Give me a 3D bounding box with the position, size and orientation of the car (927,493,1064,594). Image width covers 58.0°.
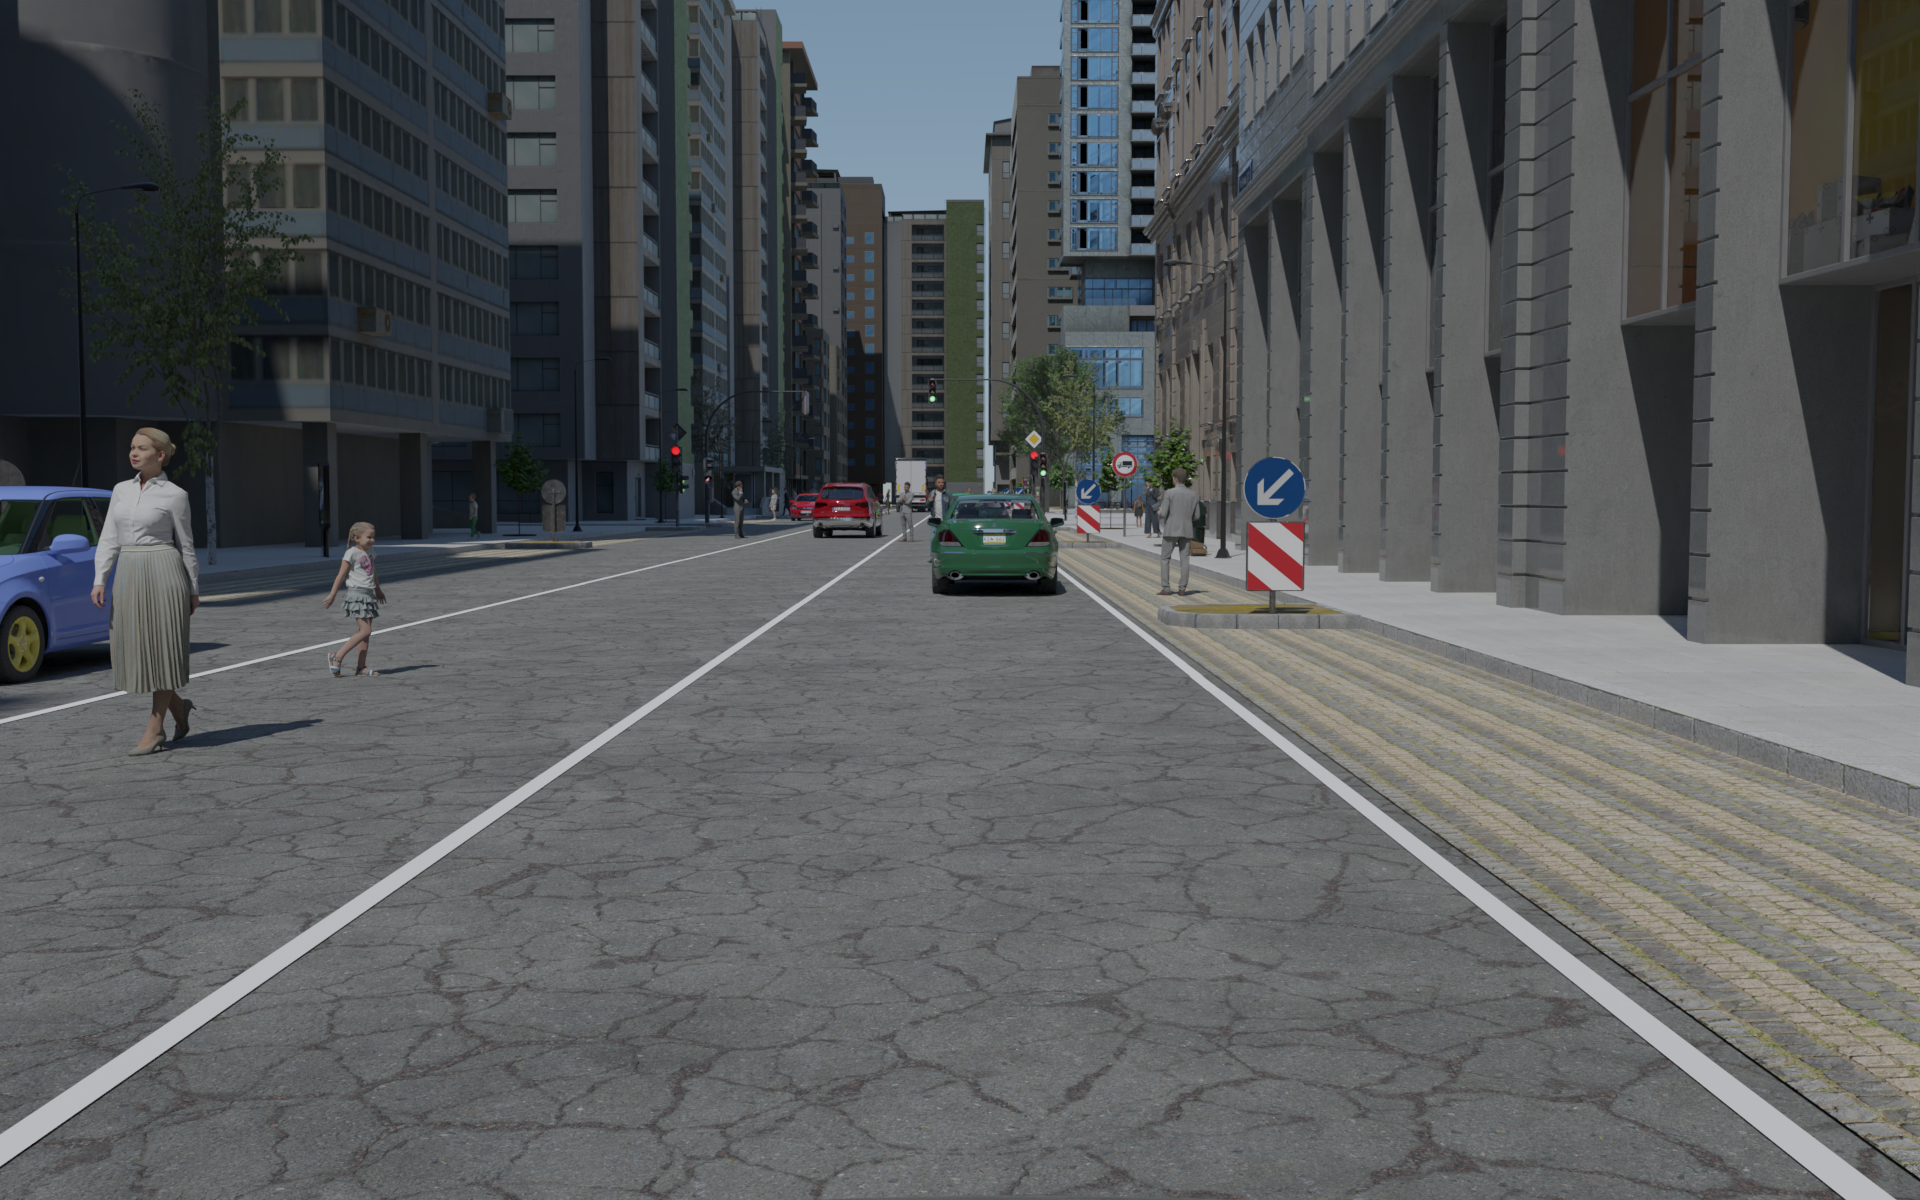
[{"bbox_3d":[0.539,-0.887,26.300,2.131,1.459,4.920,0,4,2],"label":"car"}]

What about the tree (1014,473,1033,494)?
[{"bbox_3d":[5.831,-10.071,159.261,1.663,3.219,1.824,0,3,0],"label":"tree"}]

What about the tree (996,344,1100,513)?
[{"bbox_3d":[6.156,-11.837,119.290,9.928,11.665,9.643,0,3,0],"label":"tree"}]

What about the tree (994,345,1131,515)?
[{"bbox_3d":[6.639,-10.607,107.831,8.767,10.594,7.601,1,4,15],"label":"tree"}]

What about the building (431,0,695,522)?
[{"bbox_3d":[-21.229,-24.529,84.636,14.154,41.232,14.086,0,3,0],"label":"building"}]

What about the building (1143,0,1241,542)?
[{"bbox_3d":[12.914,-15.629,52.792,12.463,27.353,25.104,0,3,0],"label":"building"}]

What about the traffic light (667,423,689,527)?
[{"bbox_3d":[-11.129,-4.852,68.251,0.839,4.253,0.868,0,3,0],"label":"traffic light"}]

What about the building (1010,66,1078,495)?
[{"bbox_3d":[16.645,-34.834,193.236,21.300,48.544,21.600,0,3,0],"label":"building"}]

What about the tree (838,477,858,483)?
[{"bbox_3d":[-13.501,-13.307,212.164,1.663,3.219,1.824,0,3,0],"label":"tree"}]

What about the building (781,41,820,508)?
[{"bbox_3d":[-25.153,-31.272,165.920,22.147,44.769,28.867,0,3,0],"label":"building"}]

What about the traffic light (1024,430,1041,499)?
[{"bbox_3d":[3.238,-5.341,76.240,0.839,4.253,0.868,0,3,0],"label":"traffic light"}]

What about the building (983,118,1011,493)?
[{"bbox_3d":[17.231,-40.355,249.040,27.495,52.752,28.713,0,3,0],"label":"building"}]

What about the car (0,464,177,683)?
[{"bbox_3d":[-7.908,-0.285,14.249,1.945,1.707,3.694,0,4,1],"label":"car"}]

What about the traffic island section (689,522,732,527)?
[{"bbox_3d":[-11.163,-3.308,76.371,2.009,0.180,2.903,0,3,0],"label":"traffic island section"}]

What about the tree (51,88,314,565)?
[{"bbox_3d":[-13.742,-4.930,30.970,4.737,8.622,4.395,0,3,0],"label":"tree"}]

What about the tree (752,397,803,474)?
[{"bbox_3d":[-14.080,-11.139,132.492,4.360,8.622,3.978,0,3,0],"label":"tree"}]

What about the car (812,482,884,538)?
[{"bbox_3d":[-3.731,-3.017,57.995,2.281,1.827,5.304,0,4,2],"label":"car"}]

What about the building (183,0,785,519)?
[{"bbox_3d":[-28.188,-25.675,111.661,32.217,40.220,23.993,0,3,0],"label":"building"}]

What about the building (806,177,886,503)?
[{"bbox_3d":[-17.707,-36.263,243.009,14.200,45.320,14.600,0,3,0],"label":"building"}]

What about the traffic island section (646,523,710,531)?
[{"bbox_3d":[-11.169,-2.820,68.386,2.009,0.180,2.903,0,3,0],"label":"traffic island section"}]

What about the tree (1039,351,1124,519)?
[{"bbox_3d":[6.282,-8.524,89.731,4.737,8.622,4.395,0,3,0],"label":"tree"}]

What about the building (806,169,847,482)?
[{"bbox_3d":[-21.484,-32.767,219.338,14.086,41.232,14.154,0,3,0],"label":"building"}]

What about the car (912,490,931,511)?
[{"bbox_3d":[-3.401,-8.531,148.158,2.281,1.827,5.304,0,4,2],"label":"car"}]

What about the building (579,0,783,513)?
[{"bbox_3d":[-22.156,-28.030,141.883,14.154,41.232,14.086,0,3,0],"label":"building"}]

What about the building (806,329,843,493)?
[{"bbox_3d":[-28.079,-21.433,195.461,27.650,21.520,28.899,0,3,0],"label":"building"}]

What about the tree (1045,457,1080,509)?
[{"bbox_3d":[8.567,-10.018,147.505,4.285,4.588,4.351,0,3,0],"label":"tree"}]

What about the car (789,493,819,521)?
[{"bbox_3d":[-8.087,-5.166,93.511,2.155,1.783,4.494,0,4,1],"label":"car"}]

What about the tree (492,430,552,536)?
[{"bbox_3d":[-13.342,-3.565,52.888,1.663,3.219,1.824,0,3,0],"label":"tree"}]

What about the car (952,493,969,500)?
[{"bbox_3d":[0.191,-5.092,92.050,1.959,1.807,4.718,0,4,1],"label":"car"}]

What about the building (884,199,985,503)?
[{"bbox_3d":[-3.565,-34.180,242.439,14.086,41.232,14.154,0,3,0],"label":"building"}]

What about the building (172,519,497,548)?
[{"bbox_3d":[-26.360,-21.887,49.741,23.993,40.220,32.217,0,3,0],"label":"building"}]

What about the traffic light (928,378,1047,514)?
[{"bbox_3d":[1.140,-5.715,68.115,4.771,5.953,1.251,0,3,0],"label":"traffic light"}]

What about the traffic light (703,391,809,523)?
[{"bbox_3d":[-9.031,-6.214,76.269,4.771,5.953,1.251,0,3,0],"label":"traffic light"}]

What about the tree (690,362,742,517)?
[{"bbox_3d":[-13.976,-8.897,95.836,4.360,8.622,3.978,0,3,0],"label":"tree"}]

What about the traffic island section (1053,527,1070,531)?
[{"bbox_3d":[3.272,-2.819,68.369,2.009,0.180,2.903,0,3,0],"label":"traffic island section"}]

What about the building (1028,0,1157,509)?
[{"bbox_3d":[18.418,-52.181,165.824,22.319,86.520,31.000,0,3,0],"label":"building"}]

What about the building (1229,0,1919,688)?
[{"bbox_3d":[11.748,-15.112,24.577,11.434,29.767,29.804,0,3,0],"label":"building"}]

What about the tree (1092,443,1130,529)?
[{"bbox_3d":[5.415,-4.192,63.142,1.663,3.219,1.824,0,3,0],"label":"tree"}]

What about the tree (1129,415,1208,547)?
[{"bbox_3d":[5.258,-2.928,42.476,1.663,3.219,1.824,0,3,0],"label":"tree"}]

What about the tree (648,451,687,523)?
[{"bbox_3d":[-13.249,-5.095,77.912,1.663,3.219,1.824,0,3,0],"label":"tree"}]

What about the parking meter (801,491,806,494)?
[{"bbox_3d":[-12.719,-8.099,140.827,0.372,1.533,0.369,0,3,0],"label":"parking meter"}]
